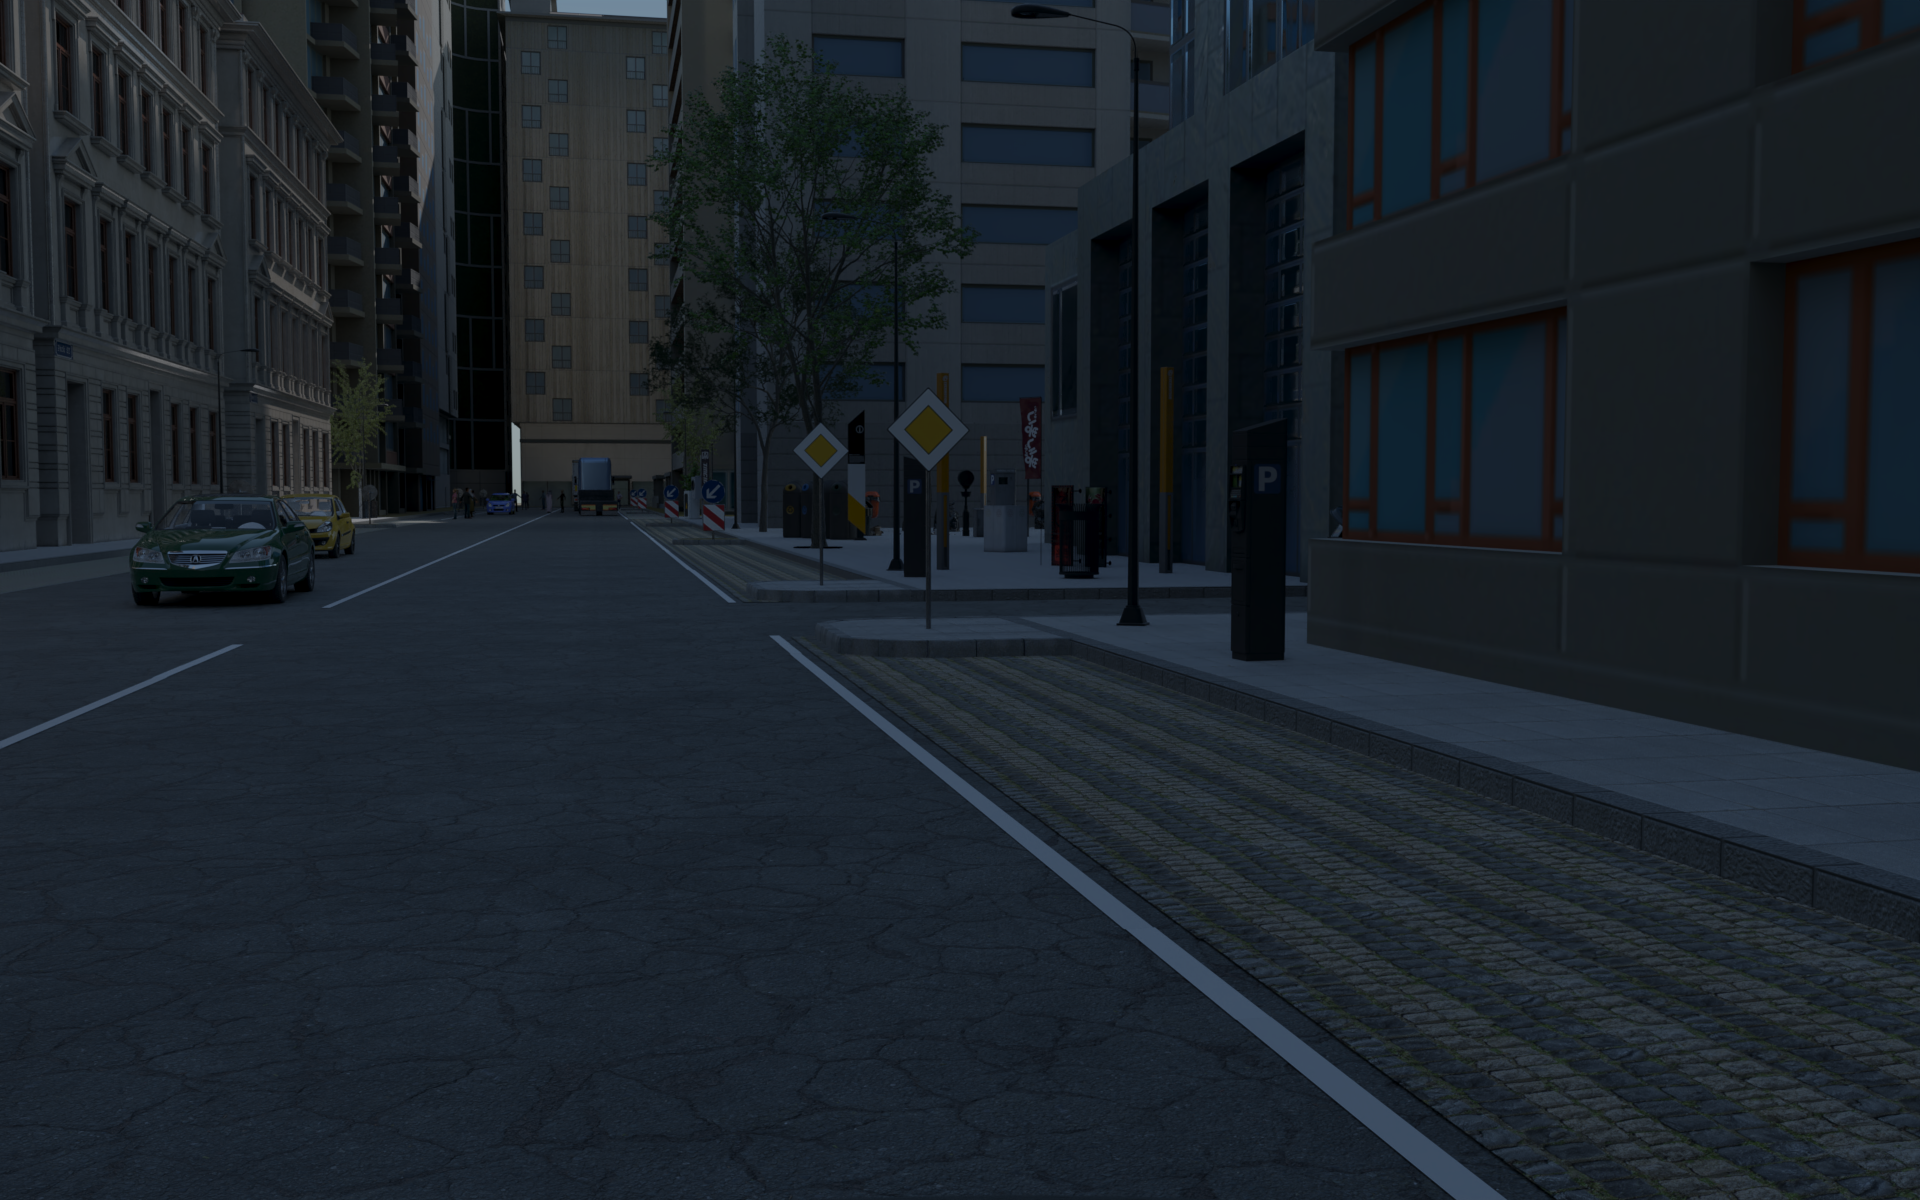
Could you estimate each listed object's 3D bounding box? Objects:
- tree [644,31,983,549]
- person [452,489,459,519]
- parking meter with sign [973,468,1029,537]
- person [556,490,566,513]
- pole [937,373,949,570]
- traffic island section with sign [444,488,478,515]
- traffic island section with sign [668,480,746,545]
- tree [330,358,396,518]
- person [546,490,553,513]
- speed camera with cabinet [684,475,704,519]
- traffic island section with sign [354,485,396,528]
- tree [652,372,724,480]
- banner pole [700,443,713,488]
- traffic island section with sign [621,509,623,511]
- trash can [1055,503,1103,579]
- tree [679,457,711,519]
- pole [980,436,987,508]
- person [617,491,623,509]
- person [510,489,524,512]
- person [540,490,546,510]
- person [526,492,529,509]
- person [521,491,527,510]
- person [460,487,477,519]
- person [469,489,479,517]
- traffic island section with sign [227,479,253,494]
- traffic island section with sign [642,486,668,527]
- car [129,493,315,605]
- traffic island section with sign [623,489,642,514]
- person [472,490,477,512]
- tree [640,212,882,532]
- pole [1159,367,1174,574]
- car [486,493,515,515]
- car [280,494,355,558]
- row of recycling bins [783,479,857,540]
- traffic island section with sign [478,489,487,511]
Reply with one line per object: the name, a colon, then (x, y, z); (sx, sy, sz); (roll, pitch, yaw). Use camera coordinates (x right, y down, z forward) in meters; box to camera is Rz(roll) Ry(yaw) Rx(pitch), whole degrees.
tree: (-3.504, -7.018, 40.499); (9.928, 11.665, 9.643); (0, 3, 0)
person: (-28.773, -5.451, 98.348); (0.721, 1.743, 1.217); (-1, 4, -14)
parking meter with sign: (1.263, -3.386, 51.622); (1.738, 3.016, 0.543); (-1, 4, -19)
person: (-30.526, -7.557, 132.584); (0.721, 1.766, 1.217); (1, 4, 19)
pole: (-0.289, -2.166, 29.252); (0.158, 3.312, 0.155); (0, 3, 0)
traffic island section with sign: (-35.074, -6.895, 121.365); (1.989, 1.847, 2.006); (-1, 4, -12)
traffic island section with sign: (-7.175, -2.486, 49.278); (1.989, 1.847, 2.006); (-1, 4, -12)
tree: (-32.357, -8.696, 92.535); (4.737, 8.622, 4.395); (0, 3, 0)
person: (-30.643, -7.348, 129.311); (0.551, 1.740, 0.621); (0, 4, -2)
speed camera with cabinet: (-13.501, -5.733, 88.068); (0.660, 3.252, 2.038); (-2, 4, -24)
traffic island section with sign: (-24.969, -3.955, 73.299); (1.989, 1.847, 2.006); (-1, 4, -12)
tree: (-16.044, -9.321, 102.755); (4.737, 8.622, 4.395); (0, 3, 0)
banner pole: (-12.374, -5.815, 85.100); (0.863, 3.779, 0.401); (2, 4, 24)
traffic island section with sign: (-28.478, -8.684, 150.613); (1.989, 1.847, 2.006); (-1, 4, -12)
trash can: (1.813, -0.898, 26.343); (0.748, 1.137, 0.748); (0, 3, 0)
tree: (-13.861, -5.863, 90.464); (1.663, 3.219, 1.824); (0, 3, 0)
pole: (0.829, -4.119, 61.183); (0.158, 3.312, 0.155); (0, 3, 0)
person: (-32.014, -9.358, 162.433); (0.756, 1.711, 0.436); (3, 5, 43)
person: (-35.879, -8.026, 139.718); (1.348, 1.826, 0.705); (-2, 4, -35)
person: (-38.600, -9.282, 160.347); (0.705, 1.814, 1.350); (-2, 4, -34)
person: (-42.812, -9.867, 171.293); (0.415, 1.643, 0.593); (-1, 4, -17)
person: (-39.109, -8.934, 155.483); (0.541, 1.710, 0.530); (0, 4, -8)
person: (-28.666, -5.645, 100.825); (1.348, 1.821, 0.705); (2, 4, 29)
person: (-30.052, -5.955, 106.597); (0.721, 1.736, 1.217); (1, 4, 22)
traffic island section with sign: (-19.306, -2.309, 46.382); (1.989, 1.847, 2.006); (-1, 4, -12)
traffic island section with sign: (-12.857, -4.141, 76.327); (1.989, 1.847, 2.006); (-1, 4, -12)
car: (-10.101, -0.744, 23.957); (2.131, 1.459, 4.920); (-1, 4, -13)
traffic island section with sign: (-22.927, -7.071, 124.233); (1.989, 1.847, 2.006); (-1, 4, -12)
person: (-36.593, -7.418, 130.486); (0.721, 1.736, 1.217); (-3, 4, -36)
tree: (-6.689, -7.551, 57.873); (8.767, 10.594, 7.601); (0, 4, 1)
pole: (3.334, -2.086, 27.953); (0.158, 3.312, 0.155); (0, 3, 0)
car: (-31.901, -6.773, 120.332); (1.945, 1.707, 3.694); (-1, 4, -10)
car: (-14.941, -1.798, 39.624); (2.015, 1.641, 3.980); (-1, 4, -12)
row of recycling bins: (-3.990, -2.618, 49.920); (1.069, 1.692, 3.534); (-2, 4, -35)
traffic island section with sign: (-40.660, -8.522, 147.956); (1.989, 1.847, 2.006); (-1, 4, -12)
